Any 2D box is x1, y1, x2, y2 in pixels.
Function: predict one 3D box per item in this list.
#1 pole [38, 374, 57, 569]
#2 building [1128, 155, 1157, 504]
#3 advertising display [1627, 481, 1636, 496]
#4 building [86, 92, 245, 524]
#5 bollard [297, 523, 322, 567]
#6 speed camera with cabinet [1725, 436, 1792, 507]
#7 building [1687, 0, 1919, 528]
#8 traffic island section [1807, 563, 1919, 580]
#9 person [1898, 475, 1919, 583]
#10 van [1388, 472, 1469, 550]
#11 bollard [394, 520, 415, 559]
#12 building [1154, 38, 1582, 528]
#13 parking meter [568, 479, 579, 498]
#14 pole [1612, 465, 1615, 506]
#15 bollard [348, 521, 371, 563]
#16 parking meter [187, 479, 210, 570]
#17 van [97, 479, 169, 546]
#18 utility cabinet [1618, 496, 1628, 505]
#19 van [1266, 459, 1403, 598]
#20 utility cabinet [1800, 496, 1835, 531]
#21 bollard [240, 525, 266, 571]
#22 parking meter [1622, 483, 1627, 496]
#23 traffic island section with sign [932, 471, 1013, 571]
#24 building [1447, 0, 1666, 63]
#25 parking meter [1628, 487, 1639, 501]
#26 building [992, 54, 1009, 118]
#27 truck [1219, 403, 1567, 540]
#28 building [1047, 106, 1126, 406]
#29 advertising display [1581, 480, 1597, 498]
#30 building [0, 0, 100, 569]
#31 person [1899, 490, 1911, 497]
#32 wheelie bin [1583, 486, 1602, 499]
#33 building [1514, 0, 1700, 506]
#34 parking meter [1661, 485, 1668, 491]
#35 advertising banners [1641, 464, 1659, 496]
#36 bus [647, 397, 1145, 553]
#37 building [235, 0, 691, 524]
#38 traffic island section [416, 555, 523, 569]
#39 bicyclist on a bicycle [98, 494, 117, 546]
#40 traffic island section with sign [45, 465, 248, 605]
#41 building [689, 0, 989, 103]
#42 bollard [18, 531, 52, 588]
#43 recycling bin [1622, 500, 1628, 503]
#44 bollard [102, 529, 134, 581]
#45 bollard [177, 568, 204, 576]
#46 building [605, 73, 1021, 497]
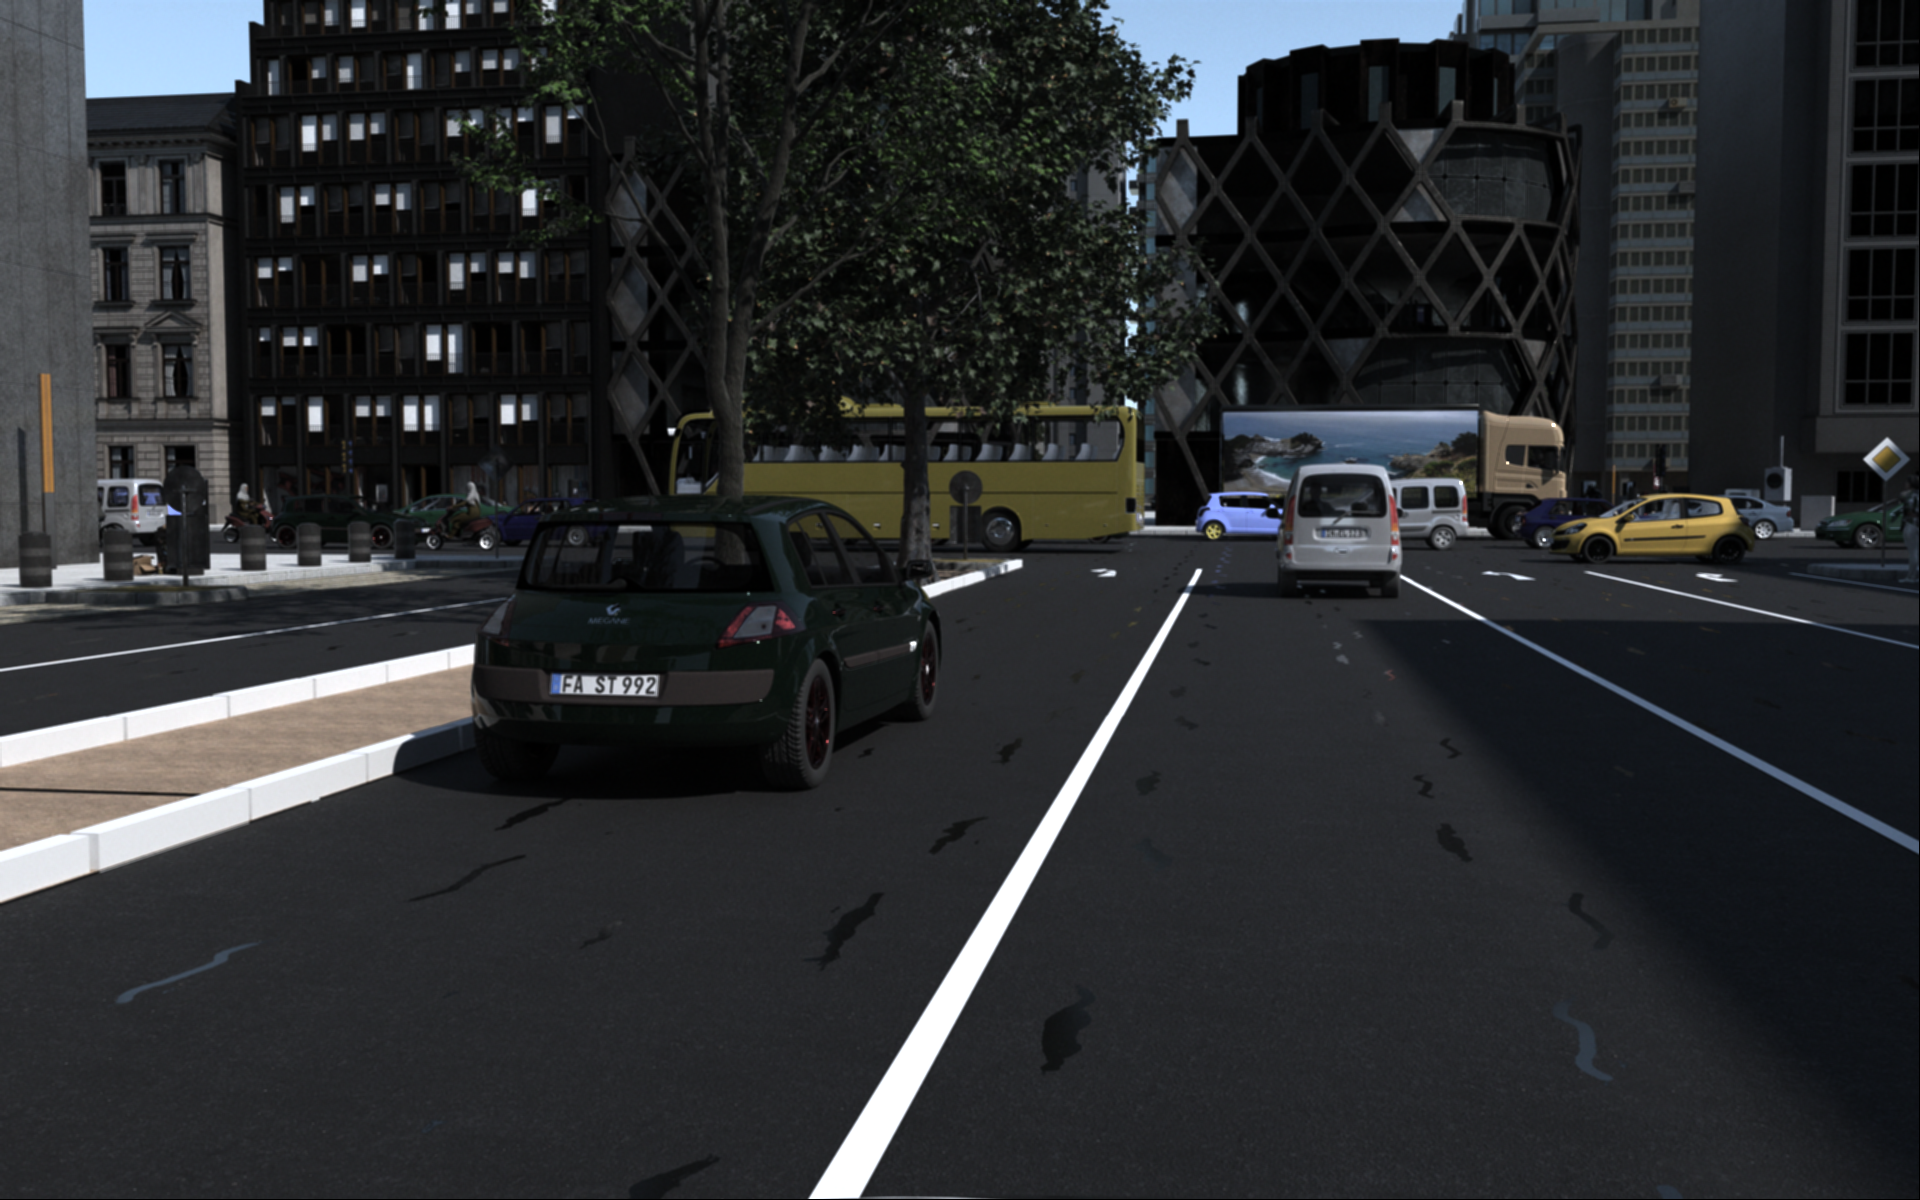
[{"bbox_3d":[-15.531,-2.179,29.472,0.158,3.312,0.155,0,3,0],"label":"pole"},{"bbox_3d":[38.284,-37.567,233.825,30.456,49.044,23.786,1,4,9],"label":"building"},{"bbox_3d":[33.541,-4.978,86.598,0.123,1.923,0.974,0,4,4],"label":"advertising display"},{"bbox_3d":[-39.621,-13.096,78.749,19.286,19.102,10.561,1,4,9],"label":"building"},{"bbox_3d":[-11.585,-0.985,30.825,0.404,0.777,0.398,0,3,0],"label":"bollard"},{"bbox_3d":[27.399,-3.985,59.485,0.660,3.252,2.038,-3,5,-41],"label":"speed camera with cabinet"},{"bbox_3d":[42.960,-16.756,67.472,24.014,27.812,14.314,1,4,9],"label":"building"},{"bbox_3d":[16.201,-0.495,30.380,2.009,0.180,2.903,1,4,9],"label":"traffic island section"},{"bbox_3d":[15.366,-1.138,27.832,0.841,1.734,0.376,-2,4,-26],"label":"person"},{"bbox_3d":[11.115,-2.331,45.118,4.112,2.044,2.013,1,4,9],"label":"van"},{"bbox_3d":[-11.011,-1.200,34.330,0.404,0.777,0.398,0,3,0],"label":"bollard"},{"bbox_3d":[16.965,-12.575,73.056,16.811,18.784,16.820,1,4,9],"label":"building"},{"bbox_3d":[-15.501,-3.899,69.458,0.255,1.863,0.399,2,4,35],"label":"parking meter"},{"bbox_3d":[45.648,-7.775,120.957,0.158,3.312,0.155,0,3,0],"label":"pole"},{"bbox_3d":[-11.296,-1.092,32.579,0.404,0.777,0.398,0,3,0],"label":"bollard"},{"bbox_3d":[-12.964,-1.286,29.437,0.372,1.533,0.369,0,3,0],"label":"parking meter"},{"bbox_3d":[-23.783,-2.464,47.292,4.112,2.044,2.013,1,4,10],"label":"van"},{"bbox_3d":[28.450,-3.833,73.827,1.020,1.237,0.306,-2,4,-34],"label":"utility cabinet"},{"bbox_3d":[5.505,-1.123,25.379,2.013,2.044,4.112,1,4,10],"label":"van"},{"bbox_3d":[29.587,-2.972,59.759,0.306,1.237,1.020,-3,5,-44],"label":"utility cabinet"},{"bbox_3d":[-11.871,-0.879,29.081,0.404,0.777,0.398,0,3,0],"label":"bollard"},{"bbox_3d":[34.729,-5.183,90.455,0.255,1.863,0.399,2,4,24],"label":"parking meter"},{"bbox_3d":[0.005,-1.537,33.266,2.006,1.907,1.989,1,4,9],"label":"traffic island section with sign"},{"bbox_3d":[56.975,-33.321,164.413,23.786,49.044,30.456,1,4,9],"label":"building"},{"bbox_3d":[24.327,-3.313,62.583,0.372,1.533,0.369,0,3,0],"label":"parking meter"},{"bbox_3d":[-2.887,-33.993,179.489,21.600,48.544,21.300,1,4,9],"label":"building"},{"bbox_3d":[13.914,-4.037,54.916,11.283,4.237,2.839,0,4,8],"label":"truck"},{"bbox_3d":[8.431,-42.537,237.472,28.212,58.520,21.231,1,4,9],"label":"building"},{"bbox_3d":[29.351,-4.626,80.851,0.974,1.923,0.123,-2,4,-32],"label":"advertising display"},{"bbox_3d":[-26.792,-12.793,27.181,19.932,24.808,12.078,1,4,9],"label":"building"},{"bbox_3d":[30.766,-2.896,56.250,0.661,1.777,0.834,1,4,13],"label":"person"},{"bbox_3d":[26.319,-3.925,72.080,0.693,1.594,0.980,2,4,33],"label":"wheelie bin"},{"bbox_3d":[56.422,-27.239,137.238,32.217,40.220,23.993,1,4,9],"label":"building"},{"bbox_3d":[45.340,-6.470,111.500,0.399,1.863,0.255,-3,5,-41],"label":"parking meter"},{"bbox_3d":[39.844,-6.396,100.757,2.074,3.025,0.090,-1,4,-9],"label":"advertising banners"},{"bbox_3d":[-1.576,-3.184,43.602,12.252,3.916,2.896,1,4,11],"label":"bus"},{"bbox_3d":[-21.511,-15.163,77.597,15.834,23.373,12.332,1,4,9],"label":"building"},{"bbox_3d":[-9.251,-0.750,34.540,2.009,0.180,2.903,1,4,9],"label":"traffic island section"},{"bbox_3d":[-22.733,-2.159,45.318,1.625,1.676,1.499,0,4,8],"label":"bicyclist on a bicycle"},{"bbox_3d":[-10.765,-0.897,23.286,1.989,1.847,2.006,1,4,9],"label":"traffic island section with sign"},{"bbox_3d":[-12.215,-33.973,144.692,28.713,52.752,27.495,1,4,9],"label":"building"},{"bbox_3d":[-12.728,-0.558,23.834,0.404,0.777,0.398,0,3,0],"label":"bollard"},{"bbox_3d":[42.180,-5.879,108.675,0.722,1.027,0.722,-2,4,-34],"label":"recycling bin"},{"bbox_3d":[-12.438,-0.665,25.587,0.404,0.777,0.398,0,3,0],"label":"bollard"},{"bbox_3d":[-12.155,-0.772,27.336,0.404,0.777,0.398,0,3,0],"label":"bollard"},{"bbox_3d":[-5.210,-12.772,76.281,16.811,18.784,16.820,1,4,9],"label":"building"}]
